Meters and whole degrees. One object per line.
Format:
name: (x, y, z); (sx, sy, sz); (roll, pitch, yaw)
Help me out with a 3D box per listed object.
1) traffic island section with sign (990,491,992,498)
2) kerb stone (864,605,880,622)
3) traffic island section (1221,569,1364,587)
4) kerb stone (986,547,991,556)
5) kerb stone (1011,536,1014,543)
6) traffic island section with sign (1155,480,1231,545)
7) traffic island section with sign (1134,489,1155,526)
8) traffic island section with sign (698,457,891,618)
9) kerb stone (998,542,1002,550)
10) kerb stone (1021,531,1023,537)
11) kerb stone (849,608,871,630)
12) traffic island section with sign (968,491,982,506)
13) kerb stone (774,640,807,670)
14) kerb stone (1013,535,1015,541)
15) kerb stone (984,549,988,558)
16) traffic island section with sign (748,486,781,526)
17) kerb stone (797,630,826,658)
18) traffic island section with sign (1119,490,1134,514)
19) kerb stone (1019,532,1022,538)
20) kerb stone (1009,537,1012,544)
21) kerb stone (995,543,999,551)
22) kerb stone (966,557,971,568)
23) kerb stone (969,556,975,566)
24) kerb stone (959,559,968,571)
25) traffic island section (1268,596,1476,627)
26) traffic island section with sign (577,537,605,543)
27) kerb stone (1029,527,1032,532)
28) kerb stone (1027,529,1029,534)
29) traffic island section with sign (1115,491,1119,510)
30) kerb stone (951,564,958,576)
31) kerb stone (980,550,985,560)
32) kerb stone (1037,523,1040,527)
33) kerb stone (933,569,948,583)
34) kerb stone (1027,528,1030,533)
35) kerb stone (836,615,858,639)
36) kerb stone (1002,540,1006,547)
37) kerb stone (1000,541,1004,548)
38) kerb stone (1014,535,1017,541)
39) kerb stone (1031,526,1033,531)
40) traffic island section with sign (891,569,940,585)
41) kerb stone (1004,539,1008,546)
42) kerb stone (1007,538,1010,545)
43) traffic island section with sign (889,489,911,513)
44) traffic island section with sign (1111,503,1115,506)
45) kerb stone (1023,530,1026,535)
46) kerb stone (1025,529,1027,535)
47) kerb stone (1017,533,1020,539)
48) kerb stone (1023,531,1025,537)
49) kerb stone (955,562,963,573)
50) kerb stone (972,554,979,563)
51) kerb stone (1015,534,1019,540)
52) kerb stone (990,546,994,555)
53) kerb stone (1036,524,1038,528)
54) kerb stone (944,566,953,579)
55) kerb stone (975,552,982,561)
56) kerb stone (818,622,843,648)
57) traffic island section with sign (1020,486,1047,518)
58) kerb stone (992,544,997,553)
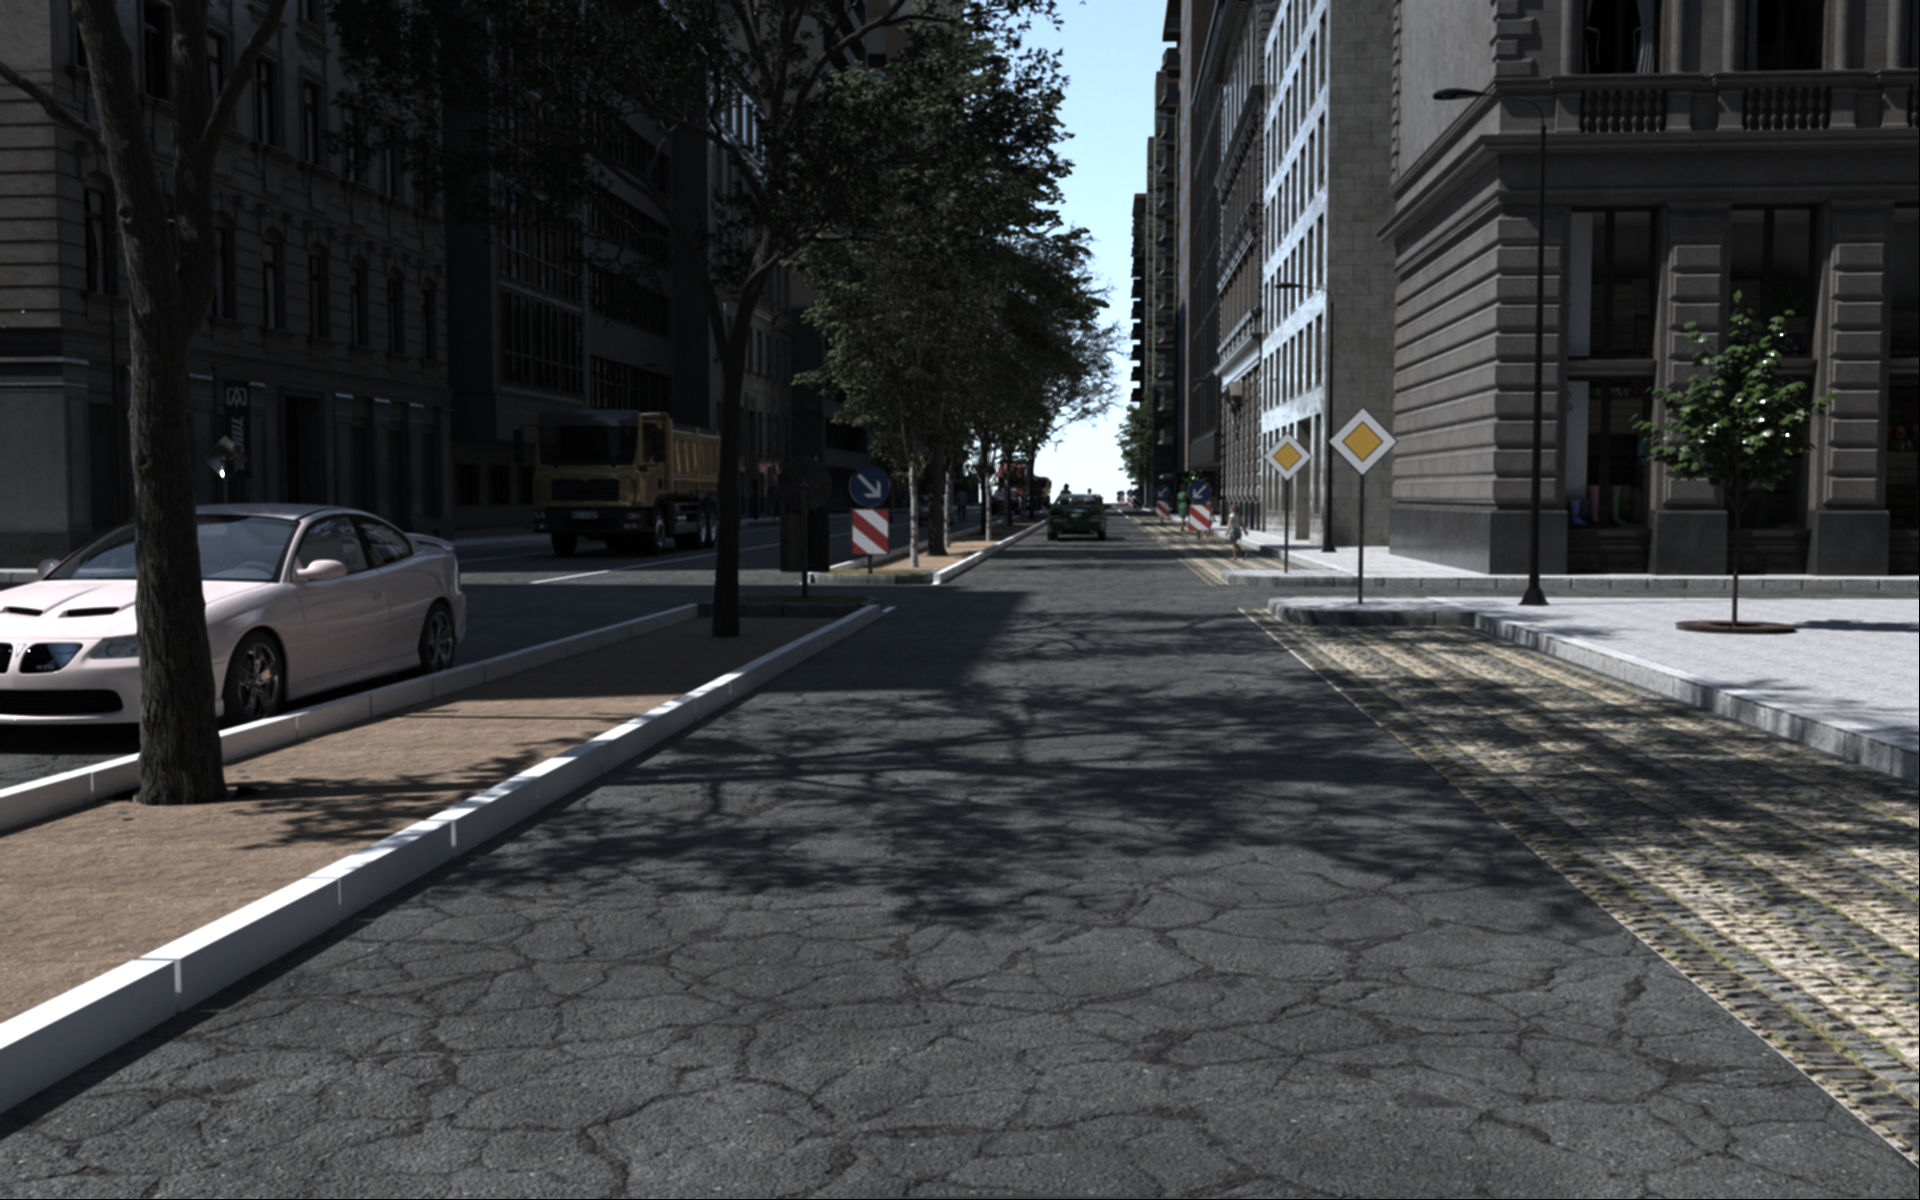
traffic island section with sign: (4.173, -14.057, 238.453); (1.989, 1.847, 2.006); (0, 4, 5)
kerb stone: (-1.030, 0.160, 19.582); (0.120, 0.150, 1.000); (0, 4, 5)
traffic island section: (5.316, -0.358, 28.130); (2.009, 0.180, 2.903); (0, 4, 5)
kerb stone: (0.561, -1.060, 39.530); (0.120, 0.150, 1.000); (0, 4, 5)
kerb stone: (1.384, -1.685, 49.765); (0.120, 0.150, 1.000); (0, 4, 5)
traffic island section with sign: (6.722, -2.513, 49.723); (1.989, 1.847, 2.006); (0, 4, 5)
traffic island section with sign: (8.954, -4.234, 77.854); (1.989, 1.847, 2.006); (0, 4, 5)
traffic island section with sign: (-1.985, -0.783, 20.940); (2.006, 1.907, 1.989); (0, 4, 5)
kerb stone: (0.899, -1.310, 43.618); (0.120, 0.150, 1.000); (0, 4, 5)
kerb stone: (1.873, -2.060, 55.895); (0.120, 0.150, 1.000); (0, 4, 5)
kerb stone: (-1.111, 0.222, 18.561); (0.120, 0.150, 1.000); (0, 4, 5)
traffic island section with sign: (2.006, -12.400, 211.360); (1.989, 1.847, 2.006); (0, 4, 5)
kerb stone: (-1.444, 0.473, 14.469); (0.120, 0.150, 1.000); (0, 4, 5)
kerb stone: (1.465, -1.740, 50.785); (0.120, 0.150, 1.000); (0, 4, 5)
kerb stone: (0.477, -0.995, 38.512); (0.120, 0.150, 1.000); (0, 4, 5)
traffic island section with sign: (-8.541, -4.320, 79.256); (1.989, 1.847, 2.006); (0, 4, 5)
kerb stone: (-1.360, 0.410, 15.493); (0.120, 0.150, 1.000); (0, 4, 5)
traffic island section with sign: (12.939, -7.278, 127.621); (1.989, 1.847, 2.006); (0, 4, 5)
kerb stone: (1.788, -1.999, 54.877); (0.120, 0.150, 1.000); (0, 4, 5)
kerb stone: (1.302, -1.623, 48.739); (0.120, 0.150, 1.000); (0, 4, 5)
kerb stone: (0.820, -1.244, 42.599); (0.120, 0.150, 1.000); (0, 4, 5)
kerb stone: (0.075, -0.685, 33.387); (0.120, 0.150, 1.000); (0, 4, 5)
kerb stone: (0.157, -0.739, 34.417); (0.120, 0.150, 1.000); (0, 4, 5)
kerb stone: (-0.002, -0.622, 32.368); (0.120, 0.150, 1.000); (0, 4, 5)
traffic island section: (4.680, 0.129, 20.170); (2.009, 0.180, 2.903); (0, 4, 5)
traffic island section with sign: (-10.727, -2.651, 51.976); (1.989, 1.847, 2.006); (0, 4, 5)
kerb stone: (2.449, -2.495, 63.058); (0.120, 0.150, 1.000); (0, 4, 5)
kerb stone: (2.206, -2.311, 59.982); (0.120, 0.150, 1.000); (0, 4, 5)
traffic island section with sign: (15.085, -8.924, 154.537); (1.989, 1.847, 2.006); (0, 4, 5)
kerb stone: (-0.171, -0.497, 30.328); (0.120, 0.150, 1.000); (0, 4, 5)
kerb stone: (0.400, -0.935, 37.492); (0.120, 0.150, 1.000); (0, 4, 5)
kerb stone: (3.102, -2.995, 71.228); (0.120, 0.150, 1.000); (0, 4, 5)
kerb stone: (-0.335, -0.372, 28.281); (0.120, 0.150, 1.000); (0, 4, 5)
kerb stone: (2.284, -2.374, 61.004); (0.120, 0.150, 1.000); (0, 4, 5)
kerb stone: (-1.184, 0.286, 17.541); (0.120, 0.150, 1.000); (0, 4, 5)
kerb stone: (1.055, -1.436, 45.671); (0.120, 0.150, 1.000); (0, 4, 5)
kerb stone: (0.975, -1.373, 44.650); (0.120, 0.150, 1.000); (0, 4, 5)
kerb stone: (1.541, -1.804, 51.804); (0.120, 0.150, 1.000); (0, 4, 5)
kerb stone: (2.527, -2.562, 64.079); (0.120, 0.150, 1.000); (0, 4, 5)
traffic island section with sign: (-1.385, -1.235, 28.323); (2.006, 1.907, 1.989); (0, 4, 5)
kerb stone: (1.136, -1.498, 46.695); (0.120, 0.150, 1.000); (0, 4, 5)
kerb stone: (1.218, -1.561, 47.721); (0.120, 0.150, 1.000); (0, 4, 5)
traffic island section with sign: (-4.556, -7.381, 129.299); (1.989, 1.847, 2.006); (0, 4, 5)
traffic island section with sign: (19.522, -12.314, 209.968); (1.989, 1.847, 2.006); (0, 4, 5)
kerb stone: (2.036, -2.183, 57.945); (0.120, 0.150, 1.000); (0, 4, 5)
kerb stone: (2.125, -2.249, 58.963); (0.120, 0.150, 1.000); (0, 4, 5)
kerb stone: (1.706, -1.934, 53.852); (0.120, 0.150, 1.000); (0, 4, 5)
kerb stone: (1.956, -2.124, 56.926); (0.120, 0.150, 1.000); (0, 4, 5)
kerb stone: (-0.084, -0.556, 31.350); (0.120, 0.150, 1.000); (0, 4, 5)
kerb stone: (0.234, -0.806, 35.444); (0.120, 0.150, 1.000); (0, 4, 5)
kerb stone: (1.630, -1.874, 52.830); (0.120, 0.150, 1.000); (0, 4, 5)
kerb stone: (0.650, -1.119, 40.557); (0.120, 0.150, 1.000); (0, 4, 5)
kerb stone: (2.931, -2.874, 69.190); (0.120, 0.150, 1.000); (0, 4, 5)
kerb stone: (-0.256, -0.432, 29.303); (0.120, 0.150, 1.000); (0, 4, 5)
kerb stone: (0.325, -0.873, 36.473); (0.120, 0.150, 1.000); (0, 4, 5)
kerb stone: (-1.273, 0.348, 16.511); (0.120, 0.150, 1.000); (0, 4, 5)
traffic island section with sign: (4.590, -5.816, 103.224); (2.006, 1.907, 1.989); (0, 4, 5)
kerb stone: (0.727, -1.185, 41.576); (0.120, 0.150, 1.000); (0, 4, 5)
